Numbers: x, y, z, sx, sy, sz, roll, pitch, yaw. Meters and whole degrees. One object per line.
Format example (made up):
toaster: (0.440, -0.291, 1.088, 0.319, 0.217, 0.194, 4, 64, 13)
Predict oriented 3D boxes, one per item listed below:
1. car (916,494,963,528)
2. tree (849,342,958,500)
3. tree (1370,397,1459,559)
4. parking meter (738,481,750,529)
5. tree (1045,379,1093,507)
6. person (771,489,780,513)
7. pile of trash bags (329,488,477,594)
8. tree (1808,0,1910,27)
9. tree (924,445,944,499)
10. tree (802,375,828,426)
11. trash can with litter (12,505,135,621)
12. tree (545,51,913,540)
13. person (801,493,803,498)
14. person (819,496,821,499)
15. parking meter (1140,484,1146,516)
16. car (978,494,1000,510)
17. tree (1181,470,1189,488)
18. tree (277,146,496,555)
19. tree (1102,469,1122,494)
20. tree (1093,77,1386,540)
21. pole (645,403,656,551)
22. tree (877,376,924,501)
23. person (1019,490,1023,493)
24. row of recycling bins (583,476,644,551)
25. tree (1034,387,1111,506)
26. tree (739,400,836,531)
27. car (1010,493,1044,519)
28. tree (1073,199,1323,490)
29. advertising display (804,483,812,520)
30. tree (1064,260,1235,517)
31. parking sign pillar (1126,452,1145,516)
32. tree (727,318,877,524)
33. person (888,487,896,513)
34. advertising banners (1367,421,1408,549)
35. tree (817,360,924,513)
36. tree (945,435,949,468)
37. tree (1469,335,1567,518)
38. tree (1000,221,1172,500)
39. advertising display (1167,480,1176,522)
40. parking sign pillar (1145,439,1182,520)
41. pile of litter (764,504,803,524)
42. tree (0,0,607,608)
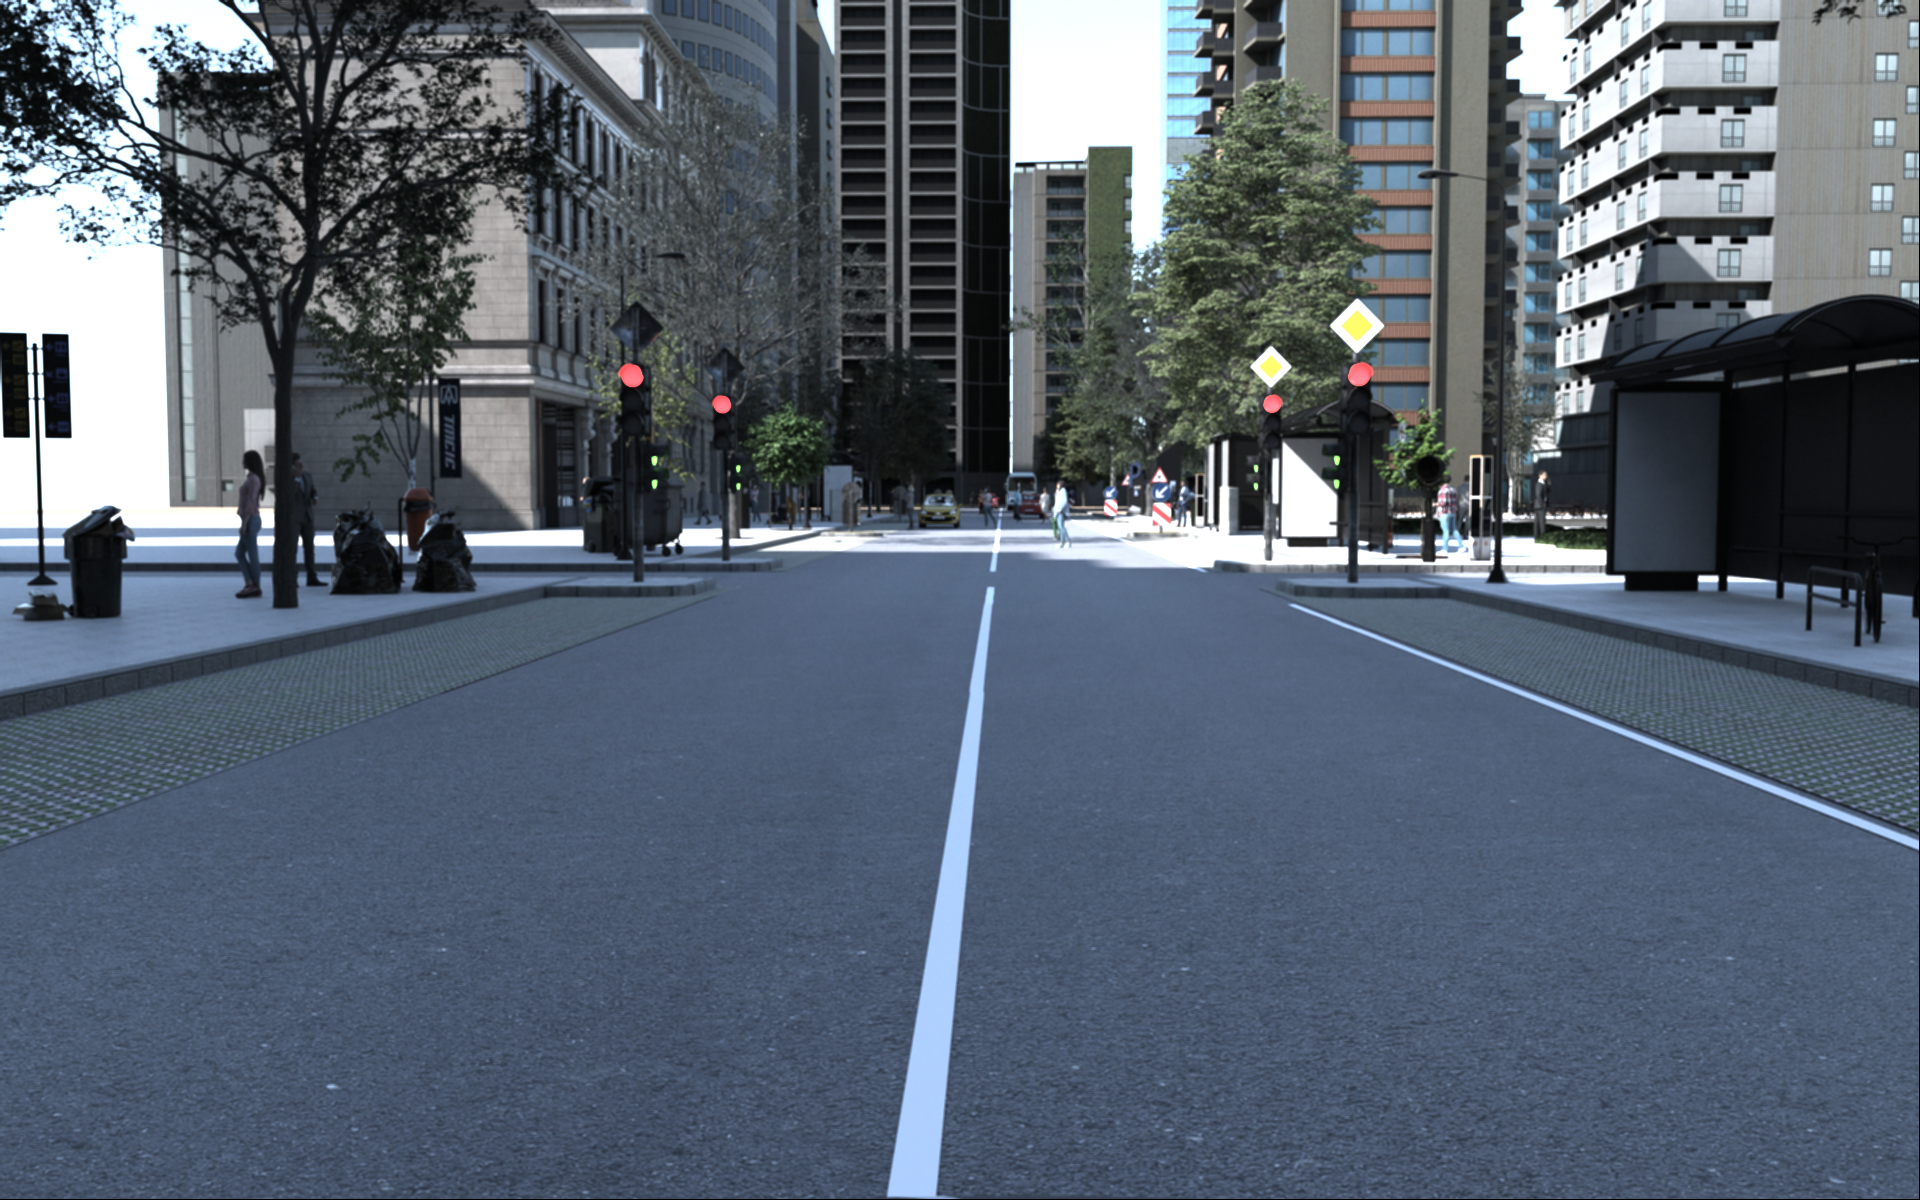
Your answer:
car: (-0.868, -3.903, 74.034, 2.015, 1.641, 3.980, 0, 4, 1)
tree: (-4.773, -14.507, 143.839, 9.857, 13.997, 8.962, 0, 3, 0)
tree: (9.283, -2.450, 34.655, 1.663, 3.219, 1.824, 0, 3, 0)
parking meter: (-7.896, -3.527, 63.377, 0.399, 1.863, 0.255, -3, 4, -38)
tree: (12.228, -15.462, 170.935, 7.486, 12.596, 7.792, 0, 3, 0)
person: (-12.575, -6.790, 117.861, 0.742, 1.727, 0.445, -1, 4, -12)
pile of trash bags: (-7.582, -0.859, 23.803, 1.912, 1.369, 3.447, -1, 4, -13)
tree: (8.071, -4.595, 9.549, 7.601, 10.594, 8.767, -3, 5, -40)
tree: (-4.514, -12.687, 157.793, 4.360, 8.622, 3.978, 0, 3, 0)
tree: (-10.179, -9.570, 106.827, 4.737, 8.622, 4.395, 0, 3, 0)
trash can with litter: (-9.112, -0.393, 17.820, 0.624, 1.170, 1.055, 3, 5, 39)
tree: (-6.591, -8.483, 49.059, 12.009, 13.543, 11.850, 0, 3, 0)
person: (-14.198, -8.740, 152.125, 0.799, 1.438, 0.628, -2, 4, -26)
person: (-10.561, -7.808, 134.391, 0.721, 1.739, 1.217, -3, 4, -36)
parking meter: (10.909, -5.940, 102.837, 0.255, 1.863, 0.399, 2, 4, 32)
car: (2.643, -9.346, 161.846, 2.155, 1.783, 4.494, 0, 4, 1)
tree: (13.161, -6.839, 106.419, 1.663, 3.219, 1.824, 0, 3, 0)
tree: (-11.671, -5.246, 36.138, 4.737, 8.622, 4.395, 0, 3, 0)
tree: (11.531, -8.612, 135.405, 1.663, 3.219, 1.824, 0, 3, 0)
tree: (8.330, -7.947, 48.064, 7.486, 12.596, 7.792, 0, 3, 0)
pole: (-6.957, -2.755, 38.881, 0.158, 3.312, 0.155, 0, 3, 0)
tree: (-5.289, -9.439, 104.683, 4.360, 8.622, 3.978, 0, 3, 0)
person: (4.919, -7.788, 136.546, 0.721, 1.743, 1.217, -1, 4, -8)
row of recycling bins: (-8.076, -2.052, 40.669, 1.069, 1.692, 3.534, 0, 4, 1)
tree: (12.233, -16.340, 184.165, 9.611, 12.733, 9.660, 0, 3, 0)
tree: (-6.057, -4.724, 60.946, 4.285, 4.588, 4.351, 0, 3, 0)
car: (4.017, -5.648, 101.380, 2.155, 1.783, 4.494, 0, 4, 1)
tree: (10.210, -9.819, 70.909, 12.009, 13.543, 11.850, 0, 3, 0)
advertising display: (-7.623, -4.992, 86.836, 0.123, 1.923, 0.974, -2, 4, -23)
tree: (10.645, -11.551, 95.522, 9.857, 13.997, 8.962, 0, 3, 0)
parking sign pillar: (10.744, -7.075, 104.150, 1.447, 3.967, 1.447, -3, 4, -36)
tree: (-6.326, -7.269, 69.213, 4.360, 8.622, 3.978, 0, 3, 0)
person: (-4.545, -6.704, 116.452, 0.445, 1.727, 0.742, 1, 4, 19)
advertising banners: (10.142, -2.741, 41.001, 0.090, 3.025, 2.074, 3, 4, 39)
tree: (-5.857, -11.228, 117.994, 7.601, 10.594, 8.767, 1, 4, 17)
tree: (-3.295, -13.316, 168.082, 4.360, 8.622, 3.978, 0, 3, 0)
tree: (26.005, -7.977, 80.793, 4.360, 8.622, 3.978, 0, 3, 0)
tree: (9.651, -16.205, 120.834, 12.611, 20.169, 13.585, 0, 3, 0)
advertising display: (9.824, -4.597, 80.375, 0.123, 1.923, 0.974, 2, 4, 24)
parking sign pillar: (10.193, -5.913, 85.156, 1.447, 3.967, 1.447, -1, 4, -18)
pile of litter: (-7.465, -3.648, 73.610, 1.719, 0.858, 1.176, 0, 4, -2)
tree: (-7.683, -5.167, 18.900, 8.767, 10.594, 7.601, 0, 4, 6)
